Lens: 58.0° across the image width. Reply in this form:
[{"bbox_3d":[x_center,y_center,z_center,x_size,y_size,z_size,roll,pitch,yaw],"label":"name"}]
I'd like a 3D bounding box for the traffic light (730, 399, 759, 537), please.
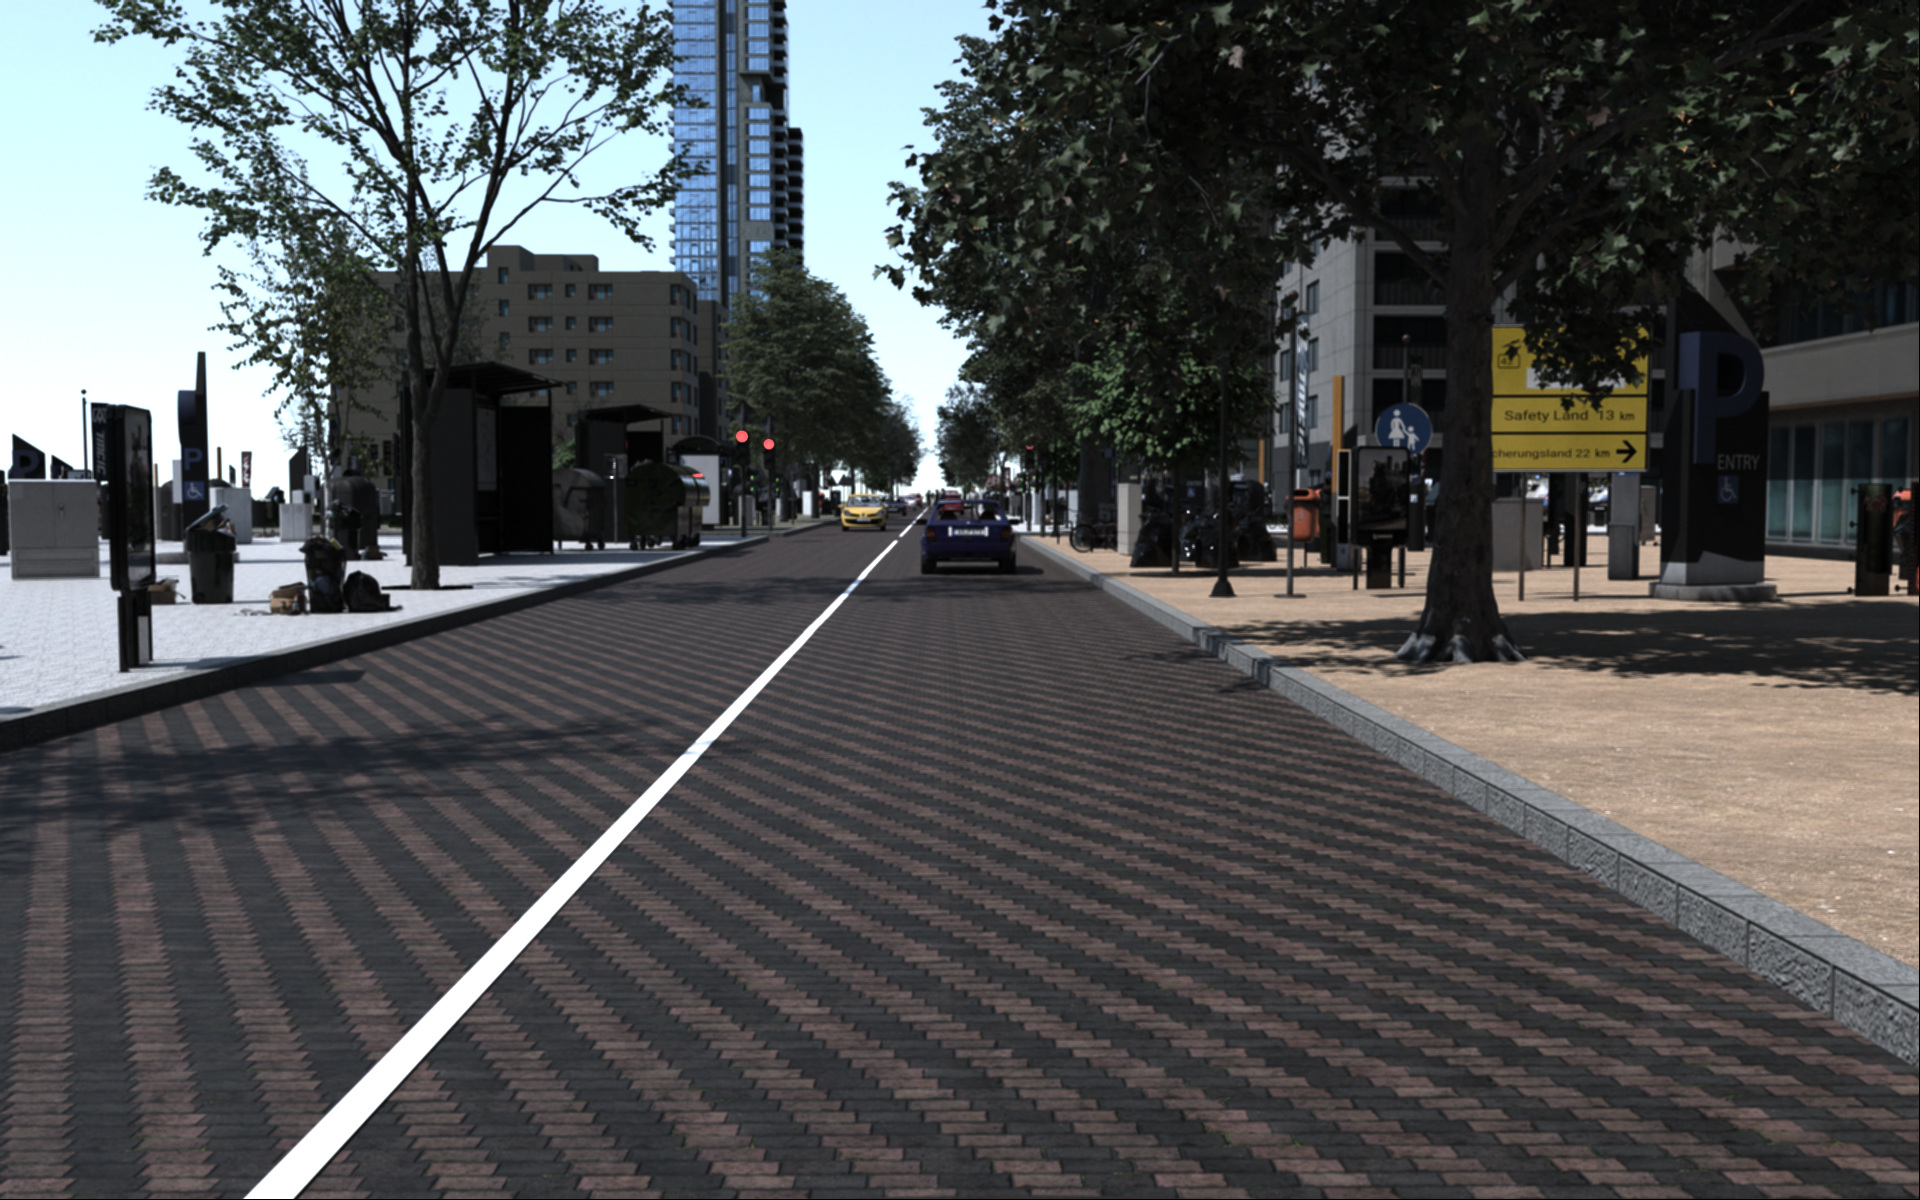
[{"bbox_3d":[-6.412,-3.822,51.406,0.839,4.253,0.868,0,4,-1],"label":"traffic light"}]

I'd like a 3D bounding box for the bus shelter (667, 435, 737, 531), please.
[{"bbox_3d":[-9.023,-4.161,61.949,2.014,3.302,5.546,0,4,-1],"label":"bus shelter"}]

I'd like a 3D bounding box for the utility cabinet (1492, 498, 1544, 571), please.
[{"bbox_3d":[9.273,-1.096,29.085,1.020,1.237,0.306,-1,4,-17],"label":"utility cabinet"}]

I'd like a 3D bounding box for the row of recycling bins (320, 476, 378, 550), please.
[{"bbox_3d":[-14.573,-2.079,41.103,1.069,1.692,3.534,-2,4,-27],"label":"row of recycling bins"}]

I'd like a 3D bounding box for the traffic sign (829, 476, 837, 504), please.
[{"bbox_3d":[-8.902,-7.358,120.314,0.884,2.594,0.081,0,4,4],"label":"traffic sign"}]

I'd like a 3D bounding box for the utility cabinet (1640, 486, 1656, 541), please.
[{"bbox_3d":[18.316,-2.341,46.947,1.173,1.500,0.318,-2,4,-24],"label":"utility cabinet"}]

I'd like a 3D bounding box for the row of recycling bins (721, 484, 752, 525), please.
[{"bbox_3d":[-10.267,-3.914,71.113,3.534,1.692,1.069,0,4,2],"label":"row of recycling bins"}]

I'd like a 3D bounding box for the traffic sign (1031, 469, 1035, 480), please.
[{"bbox_3d":[3.669,-4.920,80.541,0.768,2.556,0.104,0,4,3],"label":"traffic sign"}]

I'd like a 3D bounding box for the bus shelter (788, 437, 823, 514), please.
[{"bbox_3d":[-10.694,-8.589,118.065,2.179,5.291,8.768,0,4,-1],"label":"bus shelter"}]

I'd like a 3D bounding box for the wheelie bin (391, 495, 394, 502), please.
[{"bbox_3d":[-27.062,-4.657,84.043,0.980,1.594,0.693,-2,4,-30],"label":"wheelie bin"}]

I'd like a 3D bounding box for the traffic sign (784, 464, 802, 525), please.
[{"bbox_3d":[-7.005,-4.429,72.528,0.768,2.556,0.104,0,4,6],"label":"traffic sign"}]

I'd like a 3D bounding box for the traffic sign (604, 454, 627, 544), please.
[{"bbox_3d":[-8.846,-2.590,44.475,0.606,2.300,0.079,0,4,4],"label":"traffic sign"}]

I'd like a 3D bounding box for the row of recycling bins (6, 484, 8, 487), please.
[{"bbox_3d":[-53.453,-5.563,98.062,1.069,1.692,3.534,2,4,34],"label":"row of recycling bins"}]

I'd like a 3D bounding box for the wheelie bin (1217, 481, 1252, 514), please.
[{"bbox_3d":[6.891,-2.182,43.576,0.980,1.594,0.693,3,5,43],"label":"wheelie bin"}]

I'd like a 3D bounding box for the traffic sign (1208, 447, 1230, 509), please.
[{"bbox_3d":[5.110,-2.157,35.366,0.768,2.556,0.104,0,4,6],"label":"traffic sign"}]

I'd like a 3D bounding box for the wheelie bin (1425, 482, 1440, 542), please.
[{"bbox_3d":[12.749,-2.327,45.952,0.693,1.594,0.980,-1,4,-12],"label":"wheelie bin"}]

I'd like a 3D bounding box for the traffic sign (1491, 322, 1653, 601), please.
[{"bbox_3d":[7.057,-1.638,20.653,2.265,3.308,0.079,0,4,4],"label":"traffic sign"}]

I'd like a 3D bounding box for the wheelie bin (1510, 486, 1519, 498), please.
[{"bbox_3d":[32.510,-5.658,100.411,0.980,1.594,0.693,-3,4,-37],"label":"wheelie bin"}]

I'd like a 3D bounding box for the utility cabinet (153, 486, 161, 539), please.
[{"bbox_3d":[-22.957,-2.475,49.141,1.173,1.500,0.318,3,4,38],"label":"utility cabinet"}]

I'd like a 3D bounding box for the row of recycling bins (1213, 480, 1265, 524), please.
[{"bbox_3d":[8.264,-2.661,50.627,1.069,1.692,3.534,0,4,0],"label":"row of recycling bins"}]

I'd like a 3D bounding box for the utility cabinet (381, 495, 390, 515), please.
[{"bbox_3d":[-31.602,-5.109,94.701,0.306,1.237,1.020,1,4,17],"label":"utility cabinet"}]

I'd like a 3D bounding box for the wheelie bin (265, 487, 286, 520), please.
[{"bbox_3d":[-28.724,-3.964,72.716,0.693,1.594,0.980,-3,5,-45],"label":"wheelie bin"}]

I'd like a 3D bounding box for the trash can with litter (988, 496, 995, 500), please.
[{"bbox_3d":[2.245,-6.009,109.638,1.055,1.170,0.624,3,5,43],"label":"trash can with litter"}]

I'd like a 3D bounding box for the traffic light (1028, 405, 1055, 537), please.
[{"bbox_3d":[2.448,-3.829,51.519,0.839,4.253,0.868,0,4,-1],"label":"traffic light"}]

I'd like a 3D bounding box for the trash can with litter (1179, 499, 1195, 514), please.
[{"bbox_3d":[11.014,-4.515,85.208,0.624,1.170,1.055,3,5,40],"label":"trash can with litter"}]

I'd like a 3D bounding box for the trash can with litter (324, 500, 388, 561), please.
[{"bbox_3d":[-11.685,-1.353,33.517,0.624,1.170,1.055,3,5,43],"label":"trash can with litter"}]

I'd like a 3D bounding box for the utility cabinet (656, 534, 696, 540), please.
[{"bbox_3d":[-7.855,-2.393,47.808,0.318,1.500,1.173,3,5,41],"label":"utility cabinet"}]

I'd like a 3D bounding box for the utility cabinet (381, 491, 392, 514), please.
[{"bbox_3d":[-35.564,-6.036,107.373,0.318,1.500,1.173,3,5,39],"label":"utility cabinet"}]

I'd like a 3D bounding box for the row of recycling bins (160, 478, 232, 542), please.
[{"bbox_3d":[-20.643,-2.425,46.765,1.069,1.692,3.534,-3,5,-44],"label":"row of recycling bins"}]

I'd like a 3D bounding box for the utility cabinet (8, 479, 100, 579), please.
[{"bbox_3d":[-13.622,-1.062,26.047,1.173,1.500,0.318,-2,4,-31],"label":"utility cabinet"}]

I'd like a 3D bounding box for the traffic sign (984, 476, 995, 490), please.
[{"bbox_3d":[2.116,-7.541,123.291,0.884,2.594,0.081,0,4,3],"label":"traffic sign"}]

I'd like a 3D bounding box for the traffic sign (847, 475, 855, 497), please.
[{"bbox_3d":[-7.506,-7.129,116.564,0.884,2.594,0.081,0,4,0],"label":"traffic sign"}]

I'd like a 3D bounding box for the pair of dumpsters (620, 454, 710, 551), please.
[{"bbox_3d":[-6.907,-2.336,40.685,1.574,2.255,4.437,0,4,-1],"label":"pair of dumpsters"}]

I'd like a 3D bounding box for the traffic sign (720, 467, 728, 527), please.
[{"bbox_3d":[-9.189,-3.937,66.493,0.606,2.300,0.079,0,4,5],"label":"traffic sign"}]

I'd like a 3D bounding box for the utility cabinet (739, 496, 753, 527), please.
[{"bbox_3d":[-8.460,-3.498,68.360,0.306,1.237,1.020,-1,4,-23],"label":"utility cabinet"}]

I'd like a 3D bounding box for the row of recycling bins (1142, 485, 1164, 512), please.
[{"bbox_3d":[9.636,-4.488,80.495,3.534,1.692,1.069,-3,5,-40],"label":"row of recycling bins"}]

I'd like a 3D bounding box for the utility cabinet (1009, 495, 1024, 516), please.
[{"bbox_3d":[3.420,-5.552,101.933,1.020,1.237,0.306,-1,4,-22],"label":"utility cabinet"}]

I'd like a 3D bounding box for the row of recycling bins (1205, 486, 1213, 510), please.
[{"bbox_3d":[15.551,-5.853,102.805,3.534,1.692,1.069,2,4,24],"label":"row of recycling bins"}]

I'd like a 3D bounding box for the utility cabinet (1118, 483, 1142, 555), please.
[{"bbox_3d":[3.581,-1.697,36.425,0.318,1.500,1.173,0,4,-5],"label":"utility cabinet"}]

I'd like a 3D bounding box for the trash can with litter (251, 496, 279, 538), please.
[{"bbox_3d":[-21.269,-2.467,51.393,2.233,1.210,1.678,0,4,-5],"label":"trash can with litter"}]

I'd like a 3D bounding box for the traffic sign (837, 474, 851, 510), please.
[{"bbox_3d":[-7.283,-6.647,108.683,0.884,2.594,0.081,0,4,5],"label":"traffic sign"}]

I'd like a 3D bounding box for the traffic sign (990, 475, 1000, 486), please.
[{"bbox_3d":[2.303,-6.885,112.673,0.768,2.556,0.104,0,4,0],"label":"traffic sign"}]

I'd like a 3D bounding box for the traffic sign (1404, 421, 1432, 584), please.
[{"bbox_3d":[6.341,-1.508,24.765,0.768,2.556,0.104,0,4,6],"label":"traffic sign"}]

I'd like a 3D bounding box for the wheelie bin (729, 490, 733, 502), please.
[{"bbox_3d":[-16.239,-6.851,119.914,0.980,1.594,0.693,-2,4,-29],"label":"wheelie bin"}]

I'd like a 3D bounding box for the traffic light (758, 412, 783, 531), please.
[{"bbox_3d":[-6.500,-4.310,59.391,0.839,4.253,0.868,0,4,-1],"label":"traffic light"}]

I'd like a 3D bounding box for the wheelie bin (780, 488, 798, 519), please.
[{"bbox_3d":[-8.702,-4.880,87.702,0.980,1.594,0.693,-3,5,-40],"label":"wheelie bin"}]

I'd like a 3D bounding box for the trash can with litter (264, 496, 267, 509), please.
[{"bbox_3d":[-40.096,-5.488,101.111,1.055,1.170,0.624,1,4,23],"label":"trash can with litter"}]

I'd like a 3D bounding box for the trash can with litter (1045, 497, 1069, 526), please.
[{"bbox_3d":[3.850,-3.618,70.547,1.055,1.170,0.624,-1,4,-22],"label":"trash can with litter"}]

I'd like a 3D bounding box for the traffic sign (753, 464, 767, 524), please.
[{"bbox_3d":[-8.650,-4.555,74.482,0.884,2.594,0.081,0,3,0],"label":"traffic sign"}]

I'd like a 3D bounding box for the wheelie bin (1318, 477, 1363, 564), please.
[{"bbox_3d":[6.996,-1.461,31.791,0.980,1.594,0.693,3,5,43],"label":"wheelie bin"}]

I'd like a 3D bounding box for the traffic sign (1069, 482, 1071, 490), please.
[{"bbox_3d":[5.305,-5.098,83.451,0.768,2.556,0.104,0,4,4],"label":"traffic sign"}]

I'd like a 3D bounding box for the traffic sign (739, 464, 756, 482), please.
[{"bbox_3d":[-8.885,-4.435,72.614,0.768,2.556,0.104,1,4,9],"label":"traffic sign"}]

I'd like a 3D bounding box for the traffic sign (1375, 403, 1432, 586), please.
[{"bbox_3d":[6.190,-1.476,24.243,0.768,2.556,0.104,1,4,8],"label":"traffic sign"}]

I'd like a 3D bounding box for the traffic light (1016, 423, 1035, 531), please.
[{"bbox_3d":[2.361,-4.317,59.504,0.839,4.253,0.868,0,4,-1],"label":"traffic light"}]

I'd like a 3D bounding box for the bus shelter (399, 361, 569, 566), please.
[{"bbox_3d":[-9.121,-2.598,33.757,1.731,3.624,6.357,0,4,-1],"label":"bus shelter"}]

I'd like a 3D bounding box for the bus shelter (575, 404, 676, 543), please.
[{"bbox_3d":[-9.254,-3.490,48.341,1.731,3.624,6.357,0,4,-1],"label":"bus shelter"}]

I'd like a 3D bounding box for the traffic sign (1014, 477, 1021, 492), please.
[{"bbox_3d":[4.124,-7.321,119.806,0.768,2.556,0.104,0,4,4],"label":"traffic sign"}]
